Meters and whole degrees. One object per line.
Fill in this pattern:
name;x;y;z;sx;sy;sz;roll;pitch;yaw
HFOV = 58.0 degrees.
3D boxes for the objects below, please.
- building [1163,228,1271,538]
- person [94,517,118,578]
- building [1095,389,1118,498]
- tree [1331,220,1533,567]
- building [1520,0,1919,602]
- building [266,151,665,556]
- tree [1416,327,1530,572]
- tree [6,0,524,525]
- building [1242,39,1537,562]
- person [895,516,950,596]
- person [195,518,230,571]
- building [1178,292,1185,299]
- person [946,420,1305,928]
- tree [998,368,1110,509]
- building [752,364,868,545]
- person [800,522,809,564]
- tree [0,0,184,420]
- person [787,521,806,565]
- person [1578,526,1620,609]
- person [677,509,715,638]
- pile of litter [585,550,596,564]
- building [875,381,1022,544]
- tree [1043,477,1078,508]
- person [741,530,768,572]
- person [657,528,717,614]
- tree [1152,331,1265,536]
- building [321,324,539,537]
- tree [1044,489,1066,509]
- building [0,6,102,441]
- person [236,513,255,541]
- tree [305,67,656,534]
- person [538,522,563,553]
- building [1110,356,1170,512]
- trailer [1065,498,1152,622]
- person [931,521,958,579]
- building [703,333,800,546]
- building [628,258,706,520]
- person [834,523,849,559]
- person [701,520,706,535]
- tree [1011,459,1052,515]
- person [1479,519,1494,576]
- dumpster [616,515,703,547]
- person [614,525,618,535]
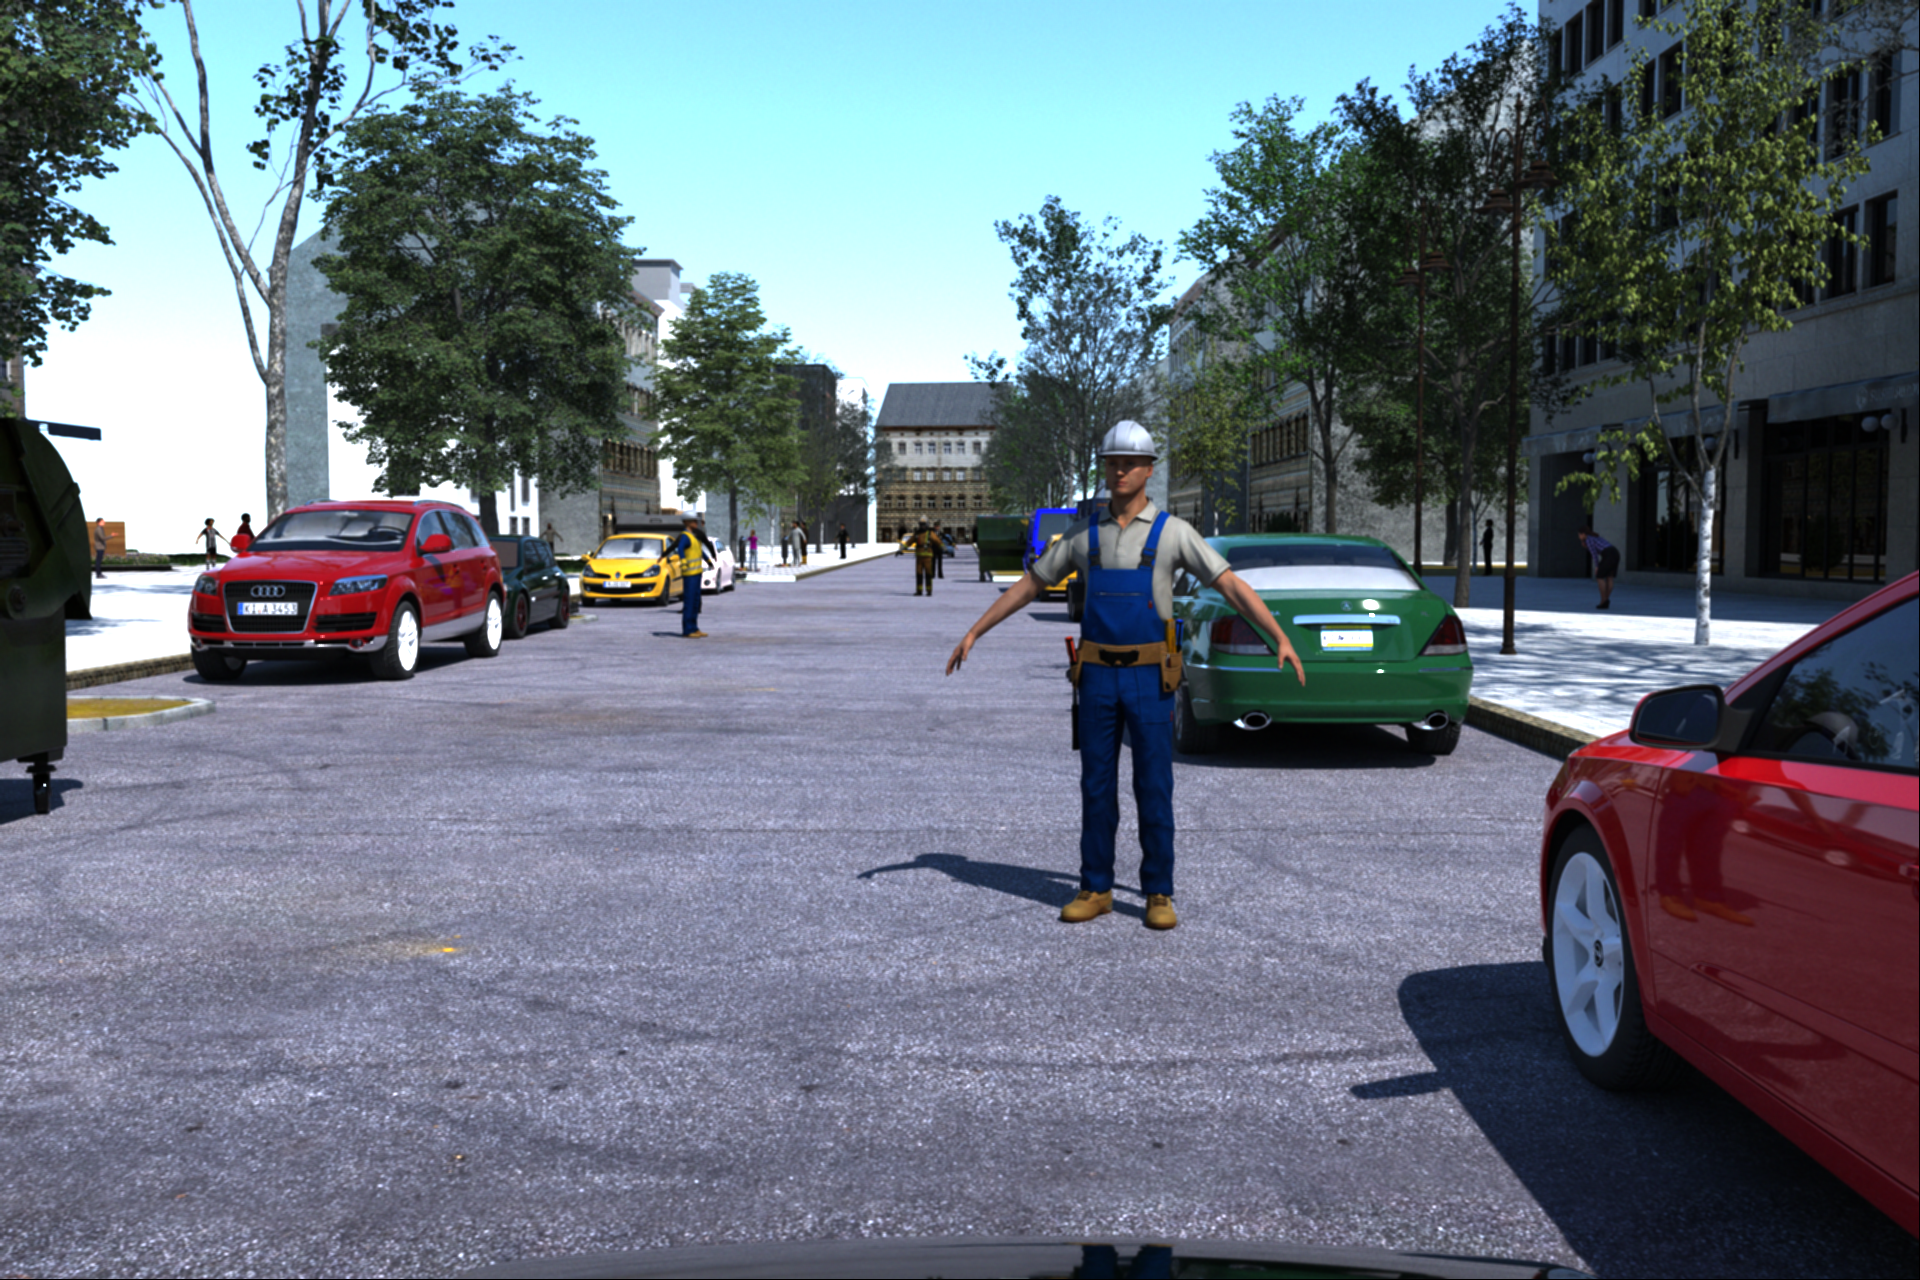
building;23.823;-17.198;112.121;19.493;23.208;18.063;0;4;0
person;-24.684;-2.662;50.097;0.750;1.759;0.617;-1;4;-13
building;22.542;-22.379;222.323;16.016;20.090;11.380;0;4;0
tree;19.037;-9.809;67.032;9.857;13.997;8.962;0;3;0
building;26.292;-14.057;32.000;24.374;26.755;37.873;0;3;0
building;-29.697;-16.939;107.877;19.493;23.208;18.063;0;4;1
tree;17.282;-6.574;57.853;4.360;8.622;3.978;0;3;0
tree;-13.524;-10.776;32.070;12.611;20.169;13.585;0;3;0
building;25.162;-15.632;86.513;19.493;23.208;18.063;0;4;1
person;-0.846;-1.949;40.086;1.354;1.858;0.705;1;4;21
person;-25.235;-3.195;58.388;0.704;1.843;1.345;2;4;28
building;22.106;-17.115;136.255;16.016;20.090;11.380;0;3;0
person;0.610;0.117;6.397;1.347;1.847;0.705;1;4;20
tree;6.061;-11.195;108.789;9.928;11.665;9.643;0;3;0
building;-26.667;-23.268;224.405;27.936;21.610;32.646;0;3;0
person;-6.655;-4.115;73.419;0.704;1.812;1.346;1;4;16
tree;-13.025;-6.770;17.344;9.857;13.997;8.962;0;3;0
person;-6.821;-4.017;71.866;1.347;1.806;0.705;3;5;40
person;10.949;-1.250;29.721;0.697;1.427;0.421;3;4;38
person;-3.648;-0.923;24.017;0.721;1.772;1.216;1;4;10
pile of litter;-10.153;-2.146;49.058;1.176;0.858;1.719;0;3;0
building;-1.281;-25.393;248.561;18.063;23.208;19.493;1;4;10
tree;14.179;-19.298;249.941;7.601;10.594;8.767;0;4;1
person;-6.950;-3.007;58.434;0.991;1.433;0.599;1;4;18
person;-4.874;-1.383;31.292;0.704;1.802;1.346;3;5;43
tree;8.976;-6.802;61.568;4.737;8.622;4.395;0;3;0
building;-24.699;-8.629;83.236;9.099;9.664;28.070;0;4;0
tree;13.476;-17.915;243.273;4.360;8.622;3.978;0;3;0
building;-31.976;-18.180;43.360;12.429;33.558;17.177;0;4;0
person;-18.064;-2.313;43.922;0.704;1.816;1.345;0;4;2
tree;-13.012;-8.596;47.203;9.857;13.997;8.962;0;3;0
person;-18.715;-4.458;79.009;1.348;1.813;0.705;1;4;13
building;26.432;-21.908;189.120;19.493;23.208;18.063;0;4;1
trailer;2.516;-1.361;29.298;1.471;1.999;3.904;0;4;-1
person;-0.739;-2.902;55.840;1.347;1.837;0.705;-1;4;-14
building;-28.033;-21.944;189.709;19.493;23.208;18.063;0;3;0
building;-24.571;-16.129;120.129;16.016;20.090;11.380;0;4;0
person;-6.049;-5.083;89.040;0.705;1.837;1.347;-3;4;-37
person;-9.506;-3.514;63.725;0.705;1.796;1.348;-1;4;-12
tree;6.324;-12.117;148.473;4.360;8.622;3.978;0;3;0
person;16.177;-2.849;53.307;0.721;1.740;1.216;2;4;29
dumpster;-6.704;-1.863;38.682;1.865;1.857;1.264;0;3;0
person;-17.795;-5.140;90.224;0.705;1.806;1.347;-1;4;-20
